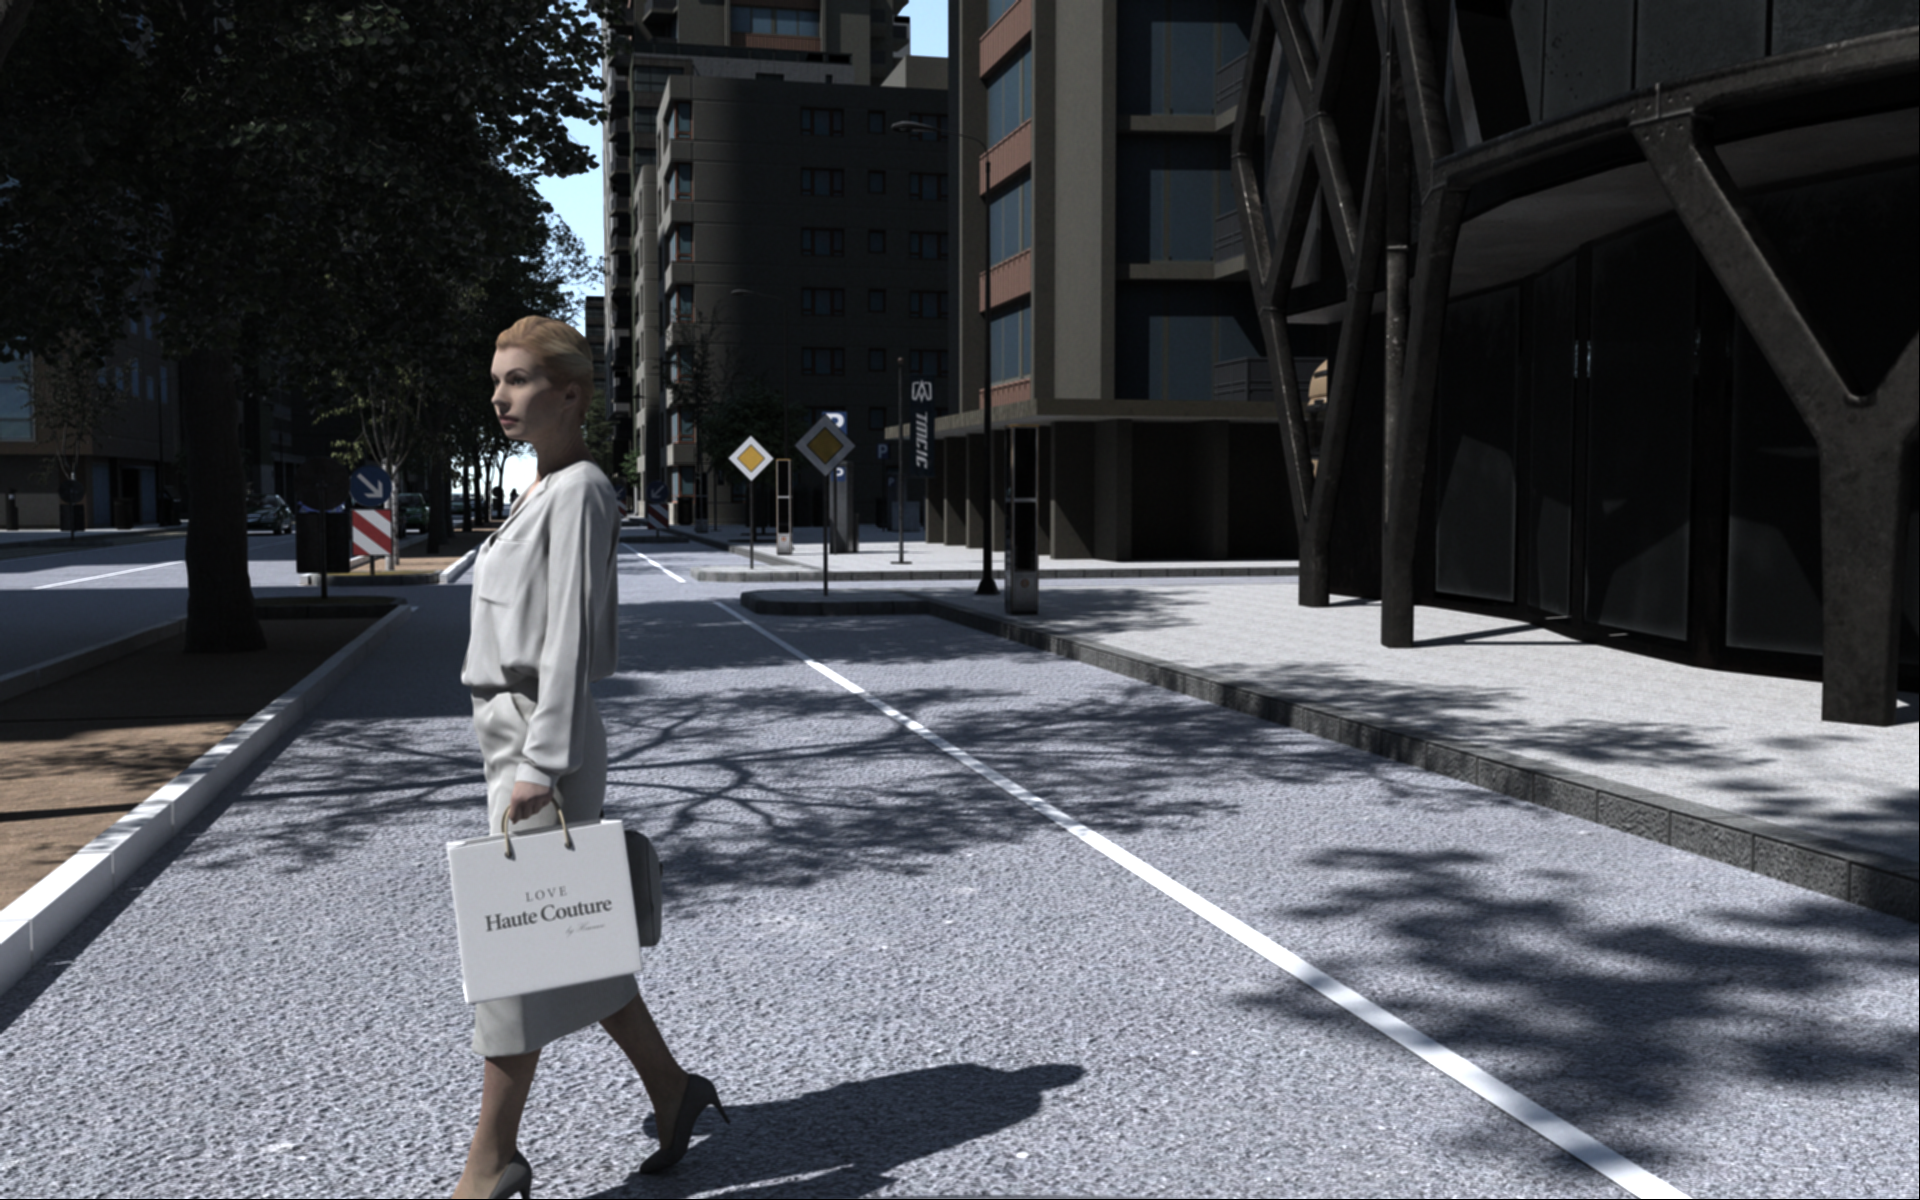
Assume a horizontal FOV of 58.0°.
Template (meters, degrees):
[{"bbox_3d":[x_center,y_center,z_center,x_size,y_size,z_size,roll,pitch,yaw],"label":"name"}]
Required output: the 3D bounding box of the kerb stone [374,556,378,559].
[{"bbox_3d":[-12.815,-0.946,37.658,0.120,0.150,1.000,-1,4,-13],"label":"kerb stone"}]

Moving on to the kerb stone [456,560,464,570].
[{"bbox_3d":[-9.328,-0.605,32.130,0.120,0.150,1.000,-1,4,-13],"label":"kerb stone"}]

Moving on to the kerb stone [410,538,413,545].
[{"bbox_3d":[-15.209,-1.554,47.610,0.120,0.150,1.000,-1,4,-13],"label":"kerb stone"}]

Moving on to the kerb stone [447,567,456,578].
[{"bbox_3d":[-8.614,-0.425,29.143,0.120,0.150,1.000,-1,4,-13],"label":"kerb stone"}]

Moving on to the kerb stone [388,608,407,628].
[{"bbox_3d":[-6.097,0.217,18.674,0.120,0.150,1.000,-1,4,-13],"label":"kerb stone"}]

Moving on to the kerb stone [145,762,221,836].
[{"bbox_3d":[-3.461,0.887,7.713,0.120,0.150,1.000,-1,4,-13],"label":"kerb stone"}]

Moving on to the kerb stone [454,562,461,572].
[{"bbox_3d":[-9.096,-0.547,31.132,0.120,0.150,1.000,-1,4,-13],"label":"kerb stone"}]

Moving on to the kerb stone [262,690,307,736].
[{"bbox_3d":[-4.185,0.704,10.701,0.120,0.150,1.000,-1,4,-13],"label":"kerb stone"}]

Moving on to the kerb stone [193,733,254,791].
[{"bbox_3d":[-3.708,0.827,8.706,0.120,0.150,1.000,-1,4,-13],"label":"kerb stone"}]

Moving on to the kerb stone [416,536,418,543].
[{"bbox_3d":[-15.687,-1.676,49.597,0.120,0.150,1.000,-1,4,-13],"label":"kerb stone"}]

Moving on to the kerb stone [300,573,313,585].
[{"bbox_3d":[-10.421,-0.336,27.691,0.120,0.150,1.000,-1,4,-13],"label":"kerb stone"}]

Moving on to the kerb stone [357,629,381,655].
[{"bbox_3d":[-5.381,0.399,15.688,0.120,0.150,1.000,-1,4,-13],"label":"kerb stone"}]

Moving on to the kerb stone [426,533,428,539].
[{"bbox_3d":[-16.643,-1.920,53.594,0.120,0.150,1.000,-1,4,-13],"label":"kerb stone"}]

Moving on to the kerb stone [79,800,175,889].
[{"bbox_3d":[-3.226,0.949,6.714,0.120,0.150,1.000,-1,4,-13],"label":"kerb stone"}]

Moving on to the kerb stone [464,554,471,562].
[{"bbox_3d":[-10.047,-0.787,35.125,0.120,0.150,1.000,-1,4,-13],"label":"kerb stone"}]

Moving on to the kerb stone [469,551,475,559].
[{"bbox_3d":[-10.527,-0.912,37.114,0.120,0.150,1.000,-1,4,-13],"label":"kerb stone"}]

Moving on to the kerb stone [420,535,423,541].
[{"bbox_3d":[-16.166,-1.797,51.604,0.120,0.150,1.000,-1,4,-13],"label":"kerb stone"}]

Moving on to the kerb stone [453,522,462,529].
[{"bbox_3d":[-21.910,-3.258,75.532,0.120,0.150,1.000,-1,4,-13],"label":"kerb stone"}]

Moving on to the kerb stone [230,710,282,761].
[{"bbox_3d":[-3.950,0.765,9.703,0.120,0.150,1.000,-1,4,-13],"label":"kerb stone"}]

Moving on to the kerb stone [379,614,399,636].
[{"bbox_3d":[-5.857,0.276,17.676,0.120,0.150,1.000,-1,4,-13],"label":"kerb stone"}]

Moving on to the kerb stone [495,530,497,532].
[{"bbox_3d":[-16.757,-2.498,63.039,0.120,0.150,1.000,-1,4,-13],"label":"kerb stone"}]

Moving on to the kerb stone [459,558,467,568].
[{"bbox_3d":[-9.564,-0.668,33.124,0.120,0.150,1.000,-1,4,-13],"label":"kerb stone"}]

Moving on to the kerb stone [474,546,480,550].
[{"bbox_3d":[-11.244,-1.095,40.098,0.120,0.150,1.000,-1,4,-13],"label":"kerb stone"}]

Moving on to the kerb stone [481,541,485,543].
[{"bbox_3d":[-12.195,-1.339,44.092,0.120,0.150,1.000,-1,4,-13],"label":"kerb stone"}]

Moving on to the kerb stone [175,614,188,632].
[{"bbox_3d":[-8.139,0.246,18.178,0.120,0.150,1.000,-1,4,-13],"label":"kerb stone"}]

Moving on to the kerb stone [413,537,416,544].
[{"bbox_3d":[-15.441,-1.615,48.605,0.120,0.150,1.000,-1,4,-13],"label":"kerb stone"}]

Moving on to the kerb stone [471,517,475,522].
[{"bbox_3d":[-26.458,-4.420,94.470,0.120,0.150,1.000,-1,4,-13],"label":"kerb stone"}]

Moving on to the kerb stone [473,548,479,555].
[{"bbox_3d":[-10.998,-1.034,39.106,0.120,0.150,1.000,-1,4,-13],"label":"kerb stone"}]

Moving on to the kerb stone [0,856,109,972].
[{"bbox_3d":[-2.986,1.012,5.720,0.120,0.150,1.000,-1,4,-13],"label":"kerb stone"}]

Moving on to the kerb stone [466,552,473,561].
[{"bbox_3d":[-10.289,-0.852,36.118,0.120,0.150,1.000,-1,4,-13],"label":"kerb stone"}]

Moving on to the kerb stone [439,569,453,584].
[{"bbox_3d":[-8.372,-0.361,28.150,0.120,0.150,1.000,-1,4,-13],"label":"kerb stone"}]

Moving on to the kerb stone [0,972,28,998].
[{"bbox_3d":[-2.743,1.069,4.721,0.120,0.150,1.000,-1,4,-13],"label":"kerb stone"}]

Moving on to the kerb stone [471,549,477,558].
[{"bbox_3d":[-10.765,-0.973,38.111,0.120,0.150,1.000,-1,4,-13],"label":"kerb stone"}]

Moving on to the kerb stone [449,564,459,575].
[{"bbox_3d":[-8.852,-0.486,30.139,0.120,0.150,1.000,-1,4,-13],"label":"kerb stone"}]

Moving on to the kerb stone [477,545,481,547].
[{"bbox_3d":[-11.485,-1.156,41.092,0.120,0.150,1.000,-1,4,-13],"label":"kerb stone"}]

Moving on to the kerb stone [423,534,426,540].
[{"bbox_3d":[-16.402,-1.860,52.601,0.120,0.150,1.000,-1,4,-13],"label":"kerb stone"}]

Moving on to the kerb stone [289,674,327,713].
[{"bbox_3d":[-4.418,0.642,11.699,0.120,0.150,1.000,-1,4,-13],"label":"kerb stone"}]

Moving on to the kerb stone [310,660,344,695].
[{"bbox_3d":[-4.657,0.581,12.693,0.120,0.150,1.000,-1,4,-13],"label":"kerb stone"}]

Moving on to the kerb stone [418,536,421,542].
[{"bbox_3d":[-15.917,-1.738,50.605,0.120,0.150,1.000,-1,4,-13],"label":"kerb stone"}]

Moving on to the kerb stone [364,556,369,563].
[{"bbox_3d":[-12.332,-0.823,35.651,0.120,0.150,1.000,-1,4,-13],"label":"kerb stone"}]

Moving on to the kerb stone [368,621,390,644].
[{"bbox_3d":[-5.622,0.337,16.681,0.120,0.150,1.000,-1,4,-13],"label":"kerb stone"}]

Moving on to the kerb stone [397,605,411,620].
[{"bbox_3d":[-6.336,0.160,19.669,0.120,0.150,1.000,-1,4,-13],"label":"kerb stone"}]

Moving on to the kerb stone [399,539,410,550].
[{"bbox_3d":[-14.969,-1.491,46.616,0.120,0.150,1.000,-1,4,-13],"label":"kerb stone"}]

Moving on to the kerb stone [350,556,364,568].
[{"bbox_3d":[-12.097,-0.759,34.653,0.120,0.150,1.000,-1,4,-13],"label":"kerb stone"}]

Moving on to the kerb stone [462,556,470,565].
[{"bbox_3d":[-9.796,-0.724,34.121,0.120,0.150,1.000,-1,4,-13],"label":"kerb stone"}]

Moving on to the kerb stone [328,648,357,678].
[{"bbox_3d":[-4.907,0.523,13.690,0.120,0.150,1.000,-1,4,-13],"label":"kerb stone"}]

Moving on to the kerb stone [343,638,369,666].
[{"bbox_3d":[-5.143,0.459,14.684,0.120,0.150,1.000,-1,4,-13],"label":"kerb stone"}]
